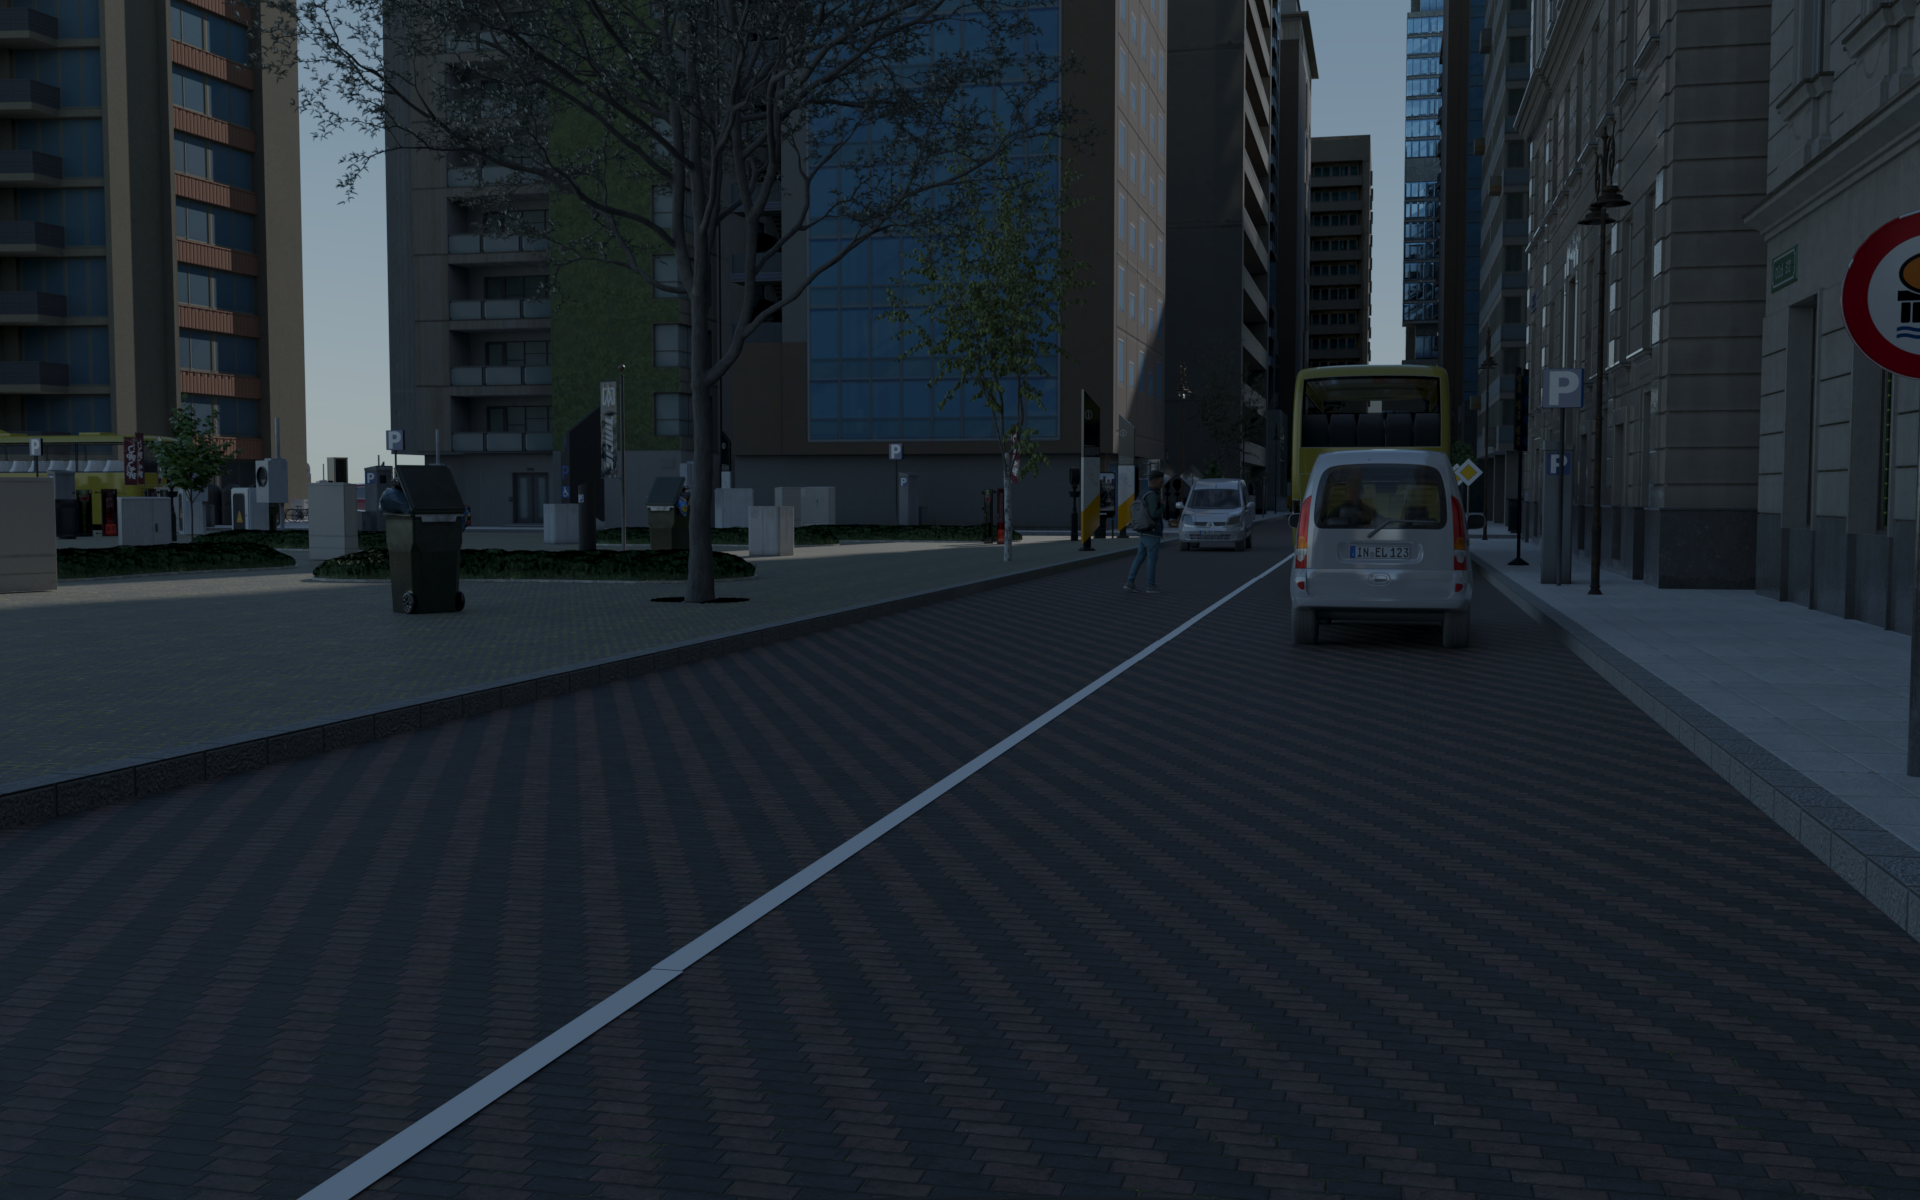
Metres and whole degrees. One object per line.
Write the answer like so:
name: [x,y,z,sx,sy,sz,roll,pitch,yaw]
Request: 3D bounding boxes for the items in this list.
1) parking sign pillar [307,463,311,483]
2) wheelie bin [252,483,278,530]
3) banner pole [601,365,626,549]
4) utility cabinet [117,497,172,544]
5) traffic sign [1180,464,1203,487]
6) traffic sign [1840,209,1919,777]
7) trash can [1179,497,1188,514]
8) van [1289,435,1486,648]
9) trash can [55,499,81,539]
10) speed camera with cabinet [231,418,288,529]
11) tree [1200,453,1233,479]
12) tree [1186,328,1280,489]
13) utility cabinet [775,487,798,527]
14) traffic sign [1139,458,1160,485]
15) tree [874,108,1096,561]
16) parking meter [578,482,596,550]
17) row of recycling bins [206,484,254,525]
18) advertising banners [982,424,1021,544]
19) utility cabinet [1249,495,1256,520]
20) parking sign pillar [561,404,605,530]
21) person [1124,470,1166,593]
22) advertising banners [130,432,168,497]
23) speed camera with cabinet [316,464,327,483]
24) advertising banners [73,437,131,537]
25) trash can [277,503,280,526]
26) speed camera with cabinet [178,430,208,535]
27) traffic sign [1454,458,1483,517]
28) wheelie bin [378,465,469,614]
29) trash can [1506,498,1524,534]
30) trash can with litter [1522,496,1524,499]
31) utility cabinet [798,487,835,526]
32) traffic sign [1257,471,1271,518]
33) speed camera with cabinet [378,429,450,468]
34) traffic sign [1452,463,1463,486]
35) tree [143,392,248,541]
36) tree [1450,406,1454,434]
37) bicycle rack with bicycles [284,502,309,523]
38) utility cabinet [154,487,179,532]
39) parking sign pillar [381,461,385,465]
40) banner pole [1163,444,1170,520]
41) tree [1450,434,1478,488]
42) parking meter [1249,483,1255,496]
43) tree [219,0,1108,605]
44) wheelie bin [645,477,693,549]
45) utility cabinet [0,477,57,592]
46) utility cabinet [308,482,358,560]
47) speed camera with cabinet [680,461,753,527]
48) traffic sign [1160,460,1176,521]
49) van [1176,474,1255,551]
parking sign pillar: [-39.647,-7.093,104.439,1.447,3.967,1.447,1,4,9]
wheelie bin: [-20.137,-2.584,50.151,0.693,1.594,0.980,2,4,27]
banner pole: [-6.718,-2.673,33.718,0.863,3.779,0.401,3,4,39]
utility cabinet: [-17.686,-1.616,37.588,1.020,1.237,0.306,-3,5,-43]
traffic sign: [7.806,-3.350,58.407,0.795,2.450,0.064,1,4,14]
traffic sign: [4.356,-0.471,7.806,0.768,2.556,0.104,1,4,18]
trash can: [11.144,-4.508,85.363,0.748,1.137,0.748,0,3,0]
van: [4.331,-0.652,17.677,2.013,2.044,4.112,1,4,15]
trash can: [-25.405,-2.300,49.262,0.748,1.137,0.748,0,3,0]
speed camera with cabinet: [-18.379,-3.123,45.402,2.038,3.252,0.660,3,5,41]
tree: [11.814,-5.282,80.969,1.663,3.219,1.824,0,3,0]
tree: [11.752,-7.710,76.415,4.360,8.622,3.978,0,3,0]
utility cabinet: [-5.292,-2.744,53.545,0.318,1.500,1.173,2,4,27]
traffic sign: [5.376,-2.884,49.288,0.606,2.300,0.079,1,4,20]
tree: [0.746,-5.036,32.699,4.737,8.622,4.395,0,3,0]
parking meter: [-8.056,-1.775,37.432,0.372,1.533,0.369,0,3,0]
row of recycling bins: [-30.302,-3.926,71.300,3.534,1.692,1.069,0,4,4]
advertising banners: [1.056,-2.937,44.213,0.090,3.025,2.074,-2,4,-26]
utility cabinet: [14.386,-4.529,85.203,0.306,1.237,1.020,1,4,11]
parking sign pillar: [-11.223,-3.856,51.519,1.447,3.967,1.447,3,4,39]
person: [2.746,-0.993,25.086,0.721,1.781,0.623,-2,4,-28]
advertising banners: [-23.394,-3.303,50.186,0.090,3.025,2.074,0,4,-1]
speed camera with cabinet: [-41.155,-7.300,113.693,2.038,3.252,0.660,-3,5,-43]
advertising banners: [-25.795,-3.440,52.427,0.090,3.025,2.074,3,4,38]
trash can: [-27.885,-3.584,70.245,0.748,1.137,0.748,0,3,0]
speed camera with cabinet: [-23.779,-3.629,53.666,0.660,3.252,2.038,-2,4,-32]
traffic sign: [14.249,-2.749,48.592,0.795,2.450,0.064,1,4,14]
wheelie bin: [-5.837,-0.664,18.764,0.693,1.594,0.980,3,5,42]
trash can: [18.155,-2.735,56.365,0.748,1.137,0.748,0,3,0]
trash can with litter: [29.944,-4.921,91.518,2.233,1.210,1.678,-1,4,-21]
utility cabinet: [-4.284,-2.660,52.170,1.173,1.500,0.318,3,5,40]
traffic sign: [16.608,-5.789,94.755,0.768,2.556,0.104,1,4,21]
speed camera with cabinet: [-16.691,-3.585,52.959,2.038,3.252,0.660,0,4,3]
traffic sign: [16.149,-3.224,56.349,0.795,2.450,0.064,1,4,14]
tree: [-14.772,-2.351,33.047,1.663,3.219,1.824,0,3,0]
tree: [33.110,-10.630,124.163,4.737,8.622,4.395,0,3,0]
bicycle rack with bicycles: [-29.120,-3.947,77.910,2.925,0.926,2.852,1,4,15]
utility cabinet: [-25.834,-2.955,56.991,1.173,1.500,0.318,-1,4,-11]
parking sign pillar: [-47.794,-9.473,143.358,1.447,3.967,1.447,-3,5,-42]
banner pole: [10.278,-5.872,86.024,0.401,3.779,0.863,0,4,0]
tree: [26.162,-6.667,92.716,4.285,4.588,4.351,0,3,0]
parking meter: [15.395,-5.235,91.297,0.255,1.863,0.399,2,4,26]
tree: [-2.953,-6.722,20.276,12.009,13.543,11.850,0,3,0]
wheelie bin: [-5.279,-1.440,31.446,0.980,1.594,0.693,2,4,25]
utility cabinet: [-12.384,-0.842,22.441,0.318,1.500,1.173,2,4,35]
utility cabinet: [-12.057,-1.508,33.329,1.173,1.500,0.318,3,4,37]
speed camera with cabinet: [-6.951,-3.374,49.494,2.038,3.252,0.660,-2,4,-31]
traffic sign: [5.905,-2.875,50.650,0.795,2.450,0.064,1,4,14]
van: [6.658,-2.315,44.855,2.013,2.044,4.112,1,4,13]
